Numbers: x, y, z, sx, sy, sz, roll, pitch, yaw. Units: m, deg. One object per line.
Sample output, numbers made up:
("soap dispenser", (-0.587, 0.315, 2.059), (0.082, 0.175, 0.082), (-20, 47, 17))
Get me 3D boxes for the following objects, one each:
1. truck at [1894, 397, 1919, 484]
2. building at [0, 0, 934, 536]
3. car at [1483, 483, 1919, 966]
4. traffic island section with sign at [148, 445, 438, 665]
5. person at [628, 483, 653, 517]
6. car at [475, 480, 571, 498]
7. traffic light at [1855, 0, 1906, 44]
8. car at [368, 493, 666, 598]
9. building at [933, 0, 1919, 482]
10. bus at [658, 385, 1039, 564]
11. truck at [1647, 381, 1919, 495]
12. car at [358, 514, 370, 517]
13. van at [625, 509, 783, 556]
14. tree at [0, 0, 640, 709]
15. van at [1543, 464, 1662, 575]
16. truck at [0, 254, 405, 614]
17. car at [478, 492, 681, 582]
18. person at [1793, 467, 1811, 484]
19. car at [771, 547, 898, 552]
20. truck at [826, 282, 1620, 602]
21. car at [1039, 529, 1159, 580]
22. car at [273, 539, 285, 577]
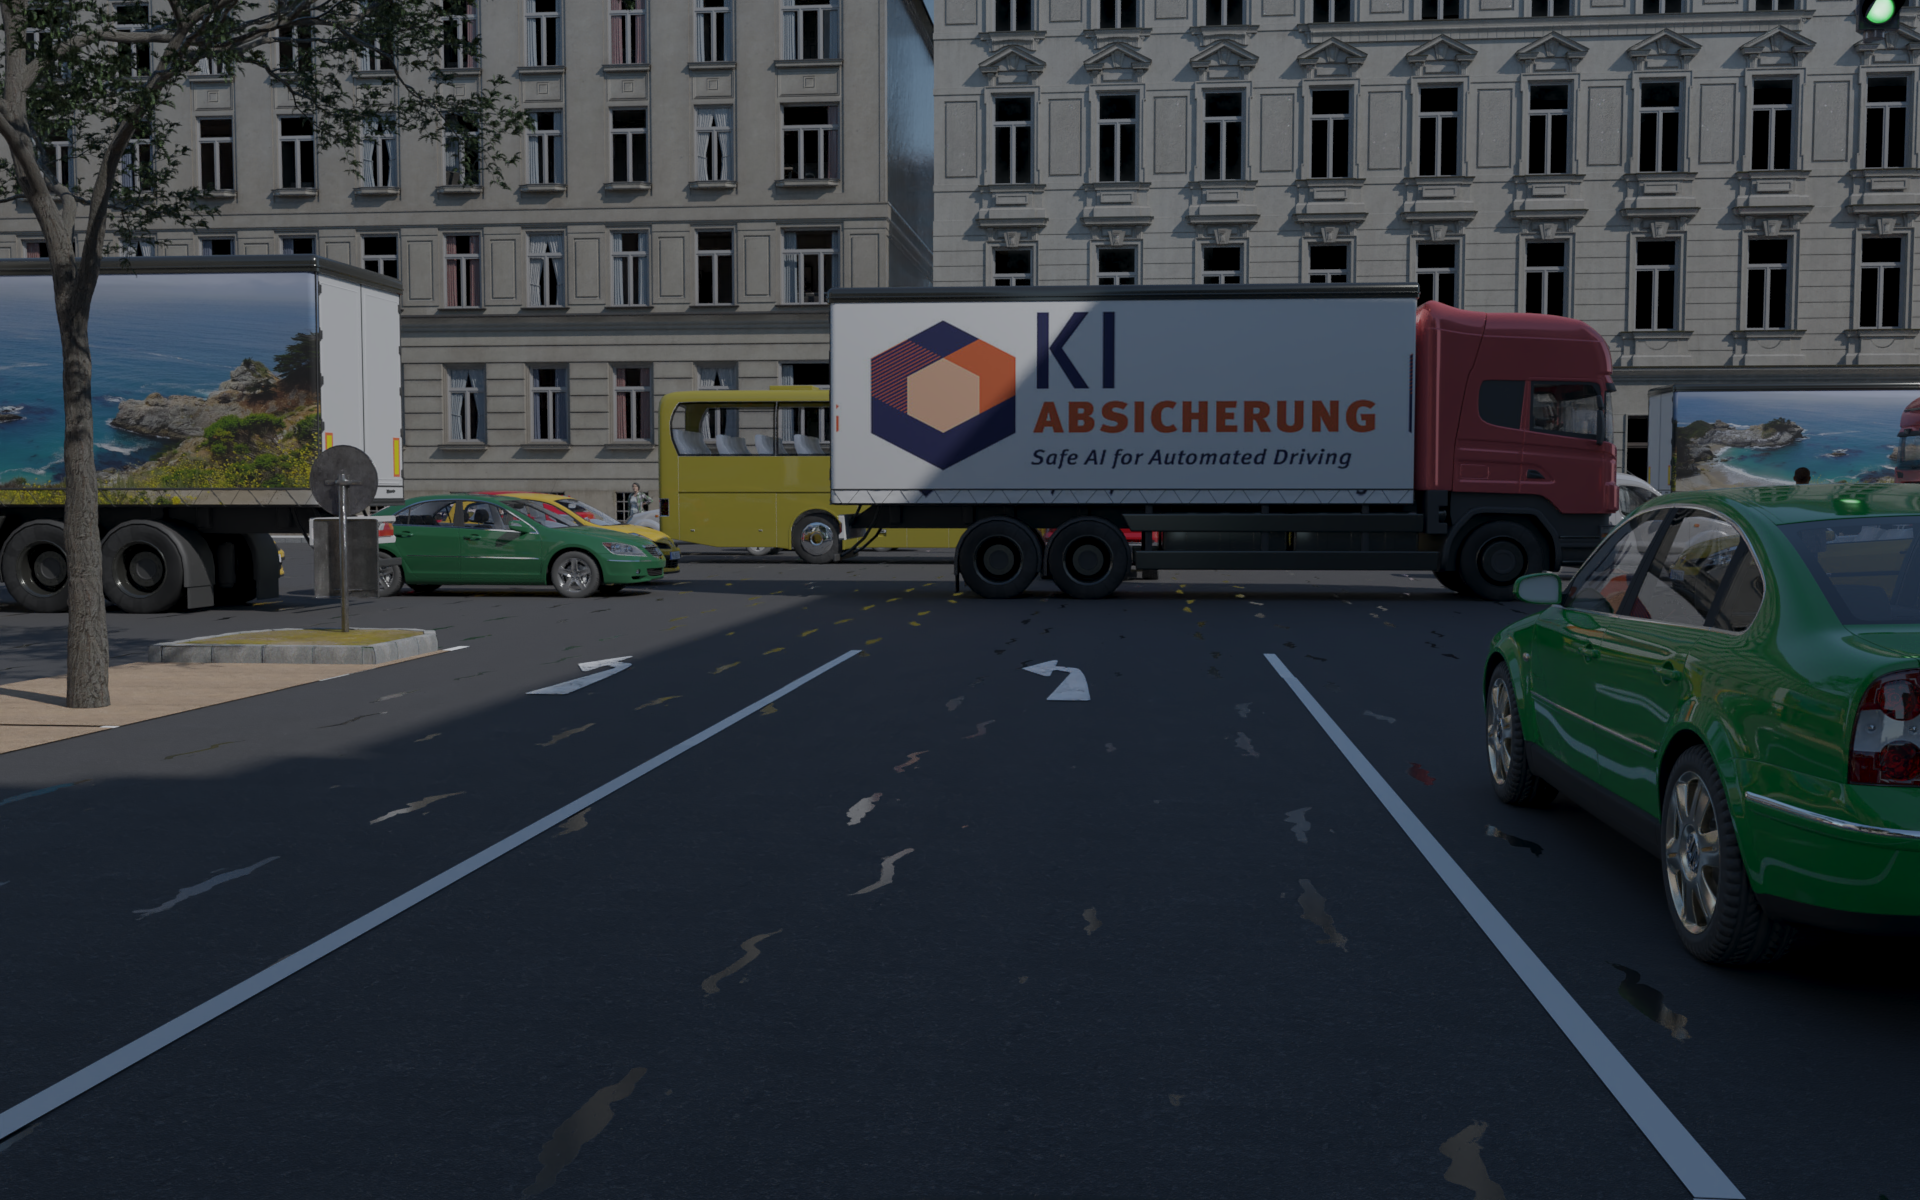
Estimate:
("truck", (27.041, -3.114, 39.832), (11.283, 4.237, 2.839), (0, 4, 4))
("building", (-15.588, -13.827, 59.359), (30.059, 22.955, 16.112), (0, 4, 6))
("car", (3.242, 0.137, 6.560), (1.959, 1.807, 4.718), (0, 4, 5))
("traffic island section with sign", (-5.775, -0.449, 15.478), (2.006, 1.907, 1.989), (0, 4, 6))
("person", (-8.552, -2.244, 45.913), (0.841, 1.734, 0.376), (2, 4, 35))
("car", (-8.810, -1.376, 31.531), (4.494, 1.783, 2.155), (0, 4, 7))
("traffic light", (9.288, -2.372, 13.443), (4.771, 5.953, 1.251), (0, 4, 6))
("car", (-6.663, -0.795, 24.794), (4.920, 1.459, 2.131), (0, 4, 5))
("building", (21.345, -17.080, 55.671), (44.131, 29.872, 17.030), (0, 4, 6))
("bus", (0.004, -2.727, 36.131), (12.252, 3.916, 2.896), (0, 4, 5))
("truck", (23.733, -3.390, 44.345), (11.283, 4.237, 2.839), (0, 4, 7))
("car", (-14.078, -2.004, 45.125), (4.827, 1.381, 2.083), (0, 4, 7))
("van", (-5.935, -2.081, 41.041), (4.112, 2.044, 2.013), (0, 4, 7))
("tree", (-5.788, -4.573, 11.642), (8.767, 10.594, 7.601), (0, 4, 6))
("van", (11.021, -1.348, 29.048), (4.112, 2.044, 2.013), (0, 4, 6))
("truck", (-12.944, -2.023, 21.995), (11.283, 4.237, 2.839), (0, 4, 6))
("car", (-6.479, -1.072, 27.745), (3.980, 1.641, 2.015), (0, 4, 7))
("person", (9.146, -0.581, 18.814), (0.655, 1.722, 0.431), (3, 5, 43))
("car", (-3.211, -1.966, 43.937), (4.920, 1.459, 2.131), (0, 4, 6))
("truck", (3.895, -2.165, 24.309), (11.283, 4.237, 2.839), (0, 4, 5))
("car", (2.509, -1.341, 30.601), (2.281, 1.827, 5.304), (0, 4, 6))
("car", (-12.287, -0.974, 26.152), (3.980, 1.641, 2.015), (0, 4, 4))
